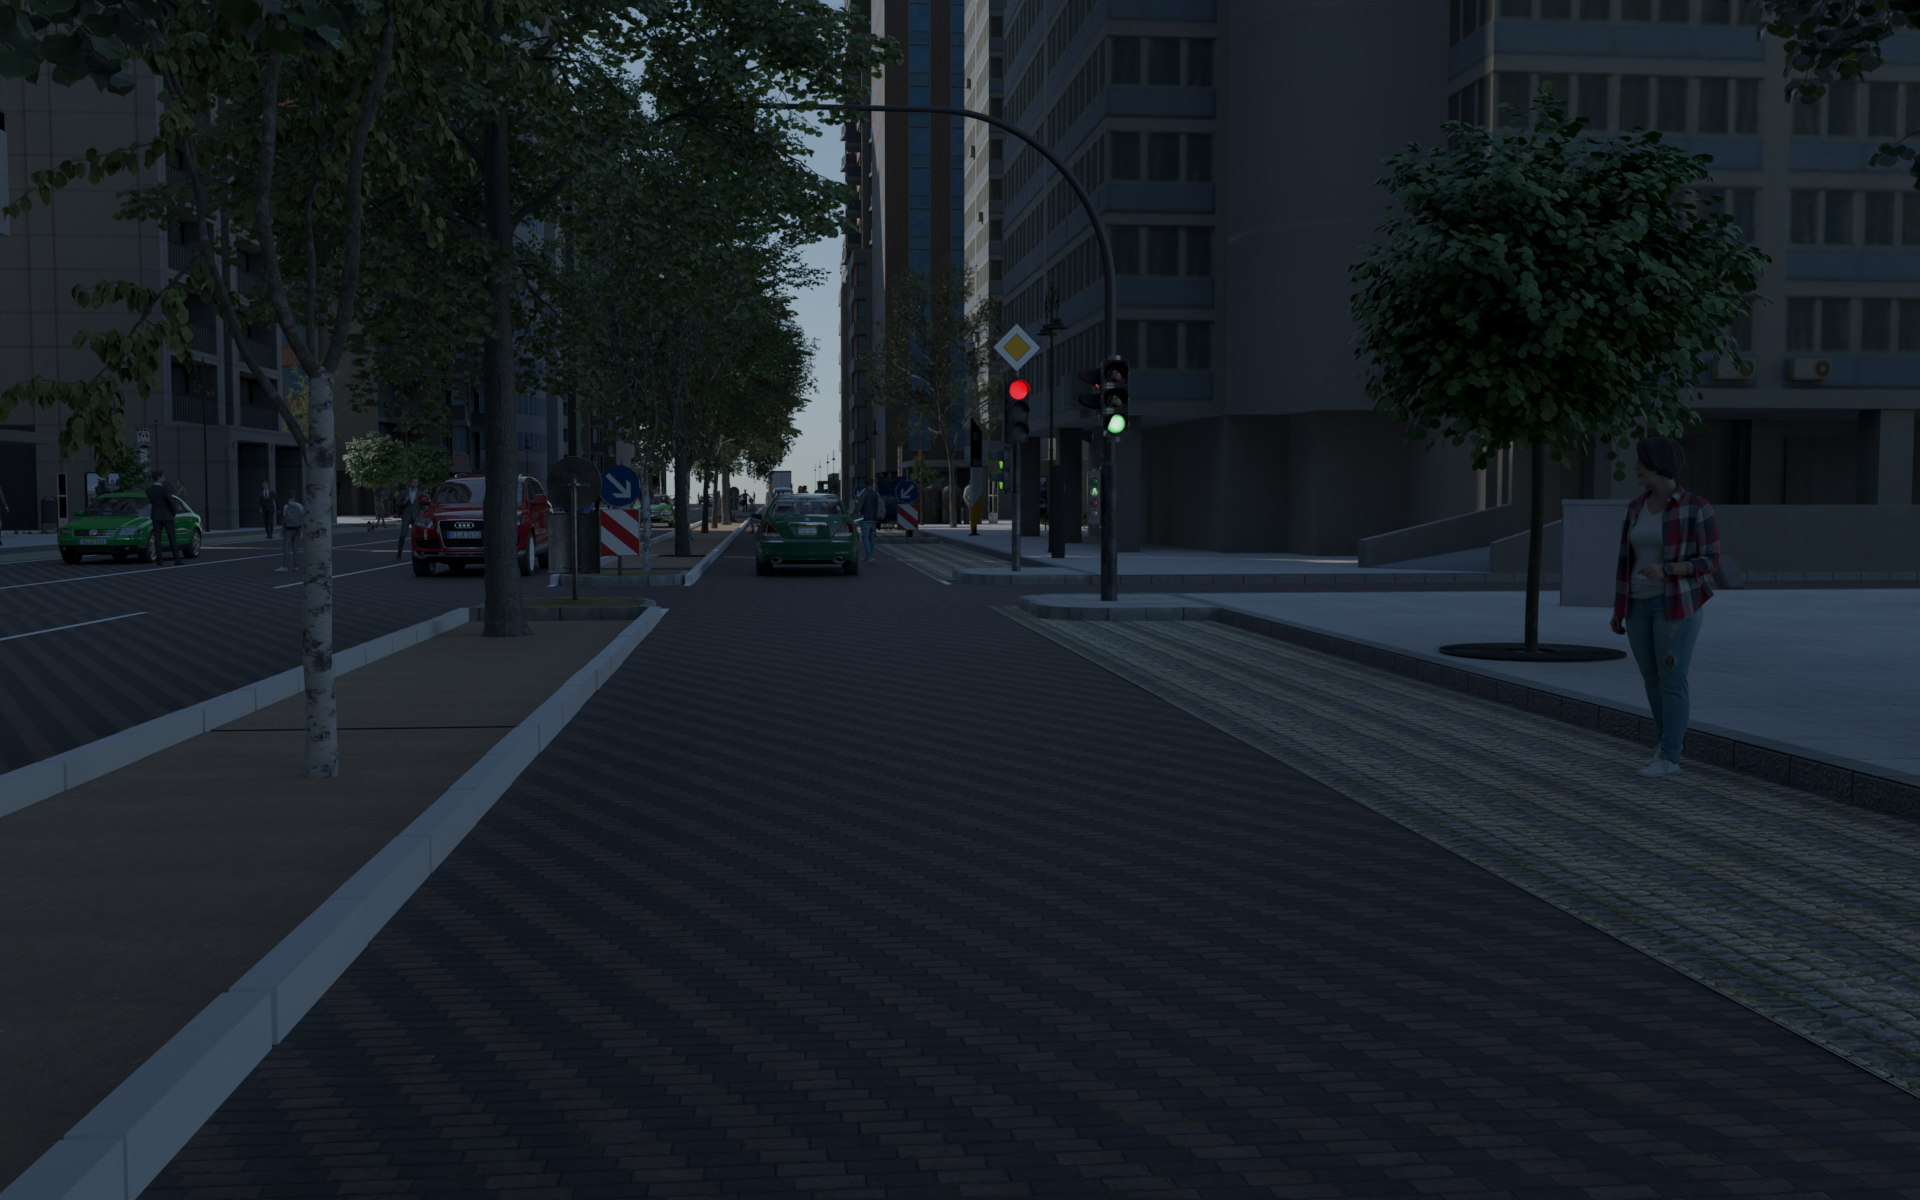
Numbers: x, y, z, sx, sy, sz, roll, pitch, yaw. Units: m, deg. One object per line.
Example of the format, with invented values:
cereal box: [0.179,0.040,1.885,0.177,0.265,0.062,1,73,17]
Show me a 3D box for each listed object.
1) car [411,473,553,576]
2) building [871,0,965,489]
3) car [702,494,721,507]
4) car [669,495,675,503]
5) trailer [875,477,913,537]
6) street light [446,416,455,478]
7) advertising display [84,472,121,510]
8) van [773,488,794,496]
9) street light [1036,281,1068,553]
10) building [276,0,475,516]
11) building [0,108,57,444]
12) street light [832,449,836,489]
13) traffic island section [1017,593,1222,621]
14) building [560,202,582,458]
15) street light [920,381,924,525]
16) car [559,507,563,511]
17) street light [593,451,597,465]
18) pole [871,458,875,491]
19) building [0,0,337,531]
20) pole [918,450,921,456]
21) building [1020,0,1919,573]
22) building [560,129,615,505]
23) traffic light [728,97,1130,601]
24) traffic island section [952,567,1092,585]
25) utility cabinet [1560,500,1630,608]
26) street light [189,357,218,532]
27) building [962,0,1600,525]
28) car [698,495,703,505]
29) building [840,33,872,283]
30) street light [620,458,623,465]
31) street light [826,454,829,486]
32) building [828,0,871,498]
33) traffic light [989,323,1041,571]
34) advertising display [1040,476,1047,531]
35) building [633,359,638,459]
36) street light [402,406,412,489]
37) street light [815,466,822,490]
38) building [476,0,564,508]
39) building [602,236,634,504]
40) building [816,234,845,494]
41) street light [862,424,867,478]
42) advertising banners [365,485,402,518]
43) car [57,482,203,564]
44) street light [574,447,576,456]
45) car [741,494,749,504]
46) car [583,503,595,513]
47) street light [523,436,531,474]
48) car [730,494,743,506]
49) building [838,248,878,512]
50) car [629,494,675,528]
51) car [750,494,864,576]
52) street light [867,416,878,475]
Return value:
car: [-8.679,-1.421,31.910,2.281,1.827,5.304,0,4,-6]
building: [1.454,-28.420,114.775,14.600,45.320,14.200,0,4,-6]
car: [-24.634,-10.002,172.569,2.155,1.783,4.494,0,4,-6]
car: [-27.767,-9.392,166.143,1.945,1.354,3.894,0,4,-5]
trailer: [-2.360,-3.135,58.299,1.471,1.999,3.904,0,4,-5]
street light: [-30.311,-7.956,102.863,0.468,5.910,1.993,0,4,-6]
advertising display: [-24.954,-2.767,50.451,0.123,1.923,0.974,3,5,43]
van: [-12.011,-6.759,117.525,2.013,2.044,4.112,0,4,-7]
street light: [1.994,-3.974,37.770,0.468,5.910,1.993,0,4,-6]
building: [-43.190,-28.119,114.373,22.147,44.769,28.867,0,4,-6]
building: [-39.344,-27.348,36.380,28.713,52.752,27.495,0,4,-6]
street light: [-13.040,-12.604,178.854,0.468,5.910,1.993,0,4,-6]
traffic island section: [1.802,0.088,20.845,2.009,0.180,2.903,0,4,-6]
building: [-43.949,-24.032,164.617,14.160,30.474,14.107,0,4,-6]
street light: [-1.561,-5.992,70.760,0.468,5.910,1.993,0,4,-6]
car: [-32.557,-8.301,145.304,1.945,1.707,3.694,0,4,-4]
street light: [-39.093,-13.008,185.466,0.468,5.910,1.993,0,4,-6]
pole: [-4.988,-6.433,99.026,0.158,3.312,0.155,0,3,0]
building: [-37.082,-38.547,68.499,20.563,71.187,20.611,0,4,-6]
pole: [-1.840,-5.320,80.824,0.158,3.312,0.155,0,3,0]
building: [13.885,-21.518,43.709,23.993,40.220,32.217,0,4,-6]
building: [-51.346,-33.163,196.831,22.147,44.769,28.867,0,4,-6]
traffic light: [-0.310,-2.795,20.364,4.771,5.953,1.251,0,4,-6]
traffic island section: [0.953,-0.398,28.785,2.009,0.180,2.903,0,4,-6]
utility cabinet: [7.386,-0.522,19.701,1.020,1.237,0.306,2,4,26]
street light: [-25.487,-5.241,58.485,0.468,5.910,1.993,0,4,-6]
building: [13.101,-24.539,93.097,32.217,40.220,23.993,0,4,-6]
car: [-34.979,-13.769,237.700,1.945,1.354,3.894,0,4,-5]
building: [-0.143,-31.258,165.691,22.147,44.769,28.867,0,4,-6]
street light: [-42.549,-14.999,218.018,0.468,5.910,1.993,0,4,-6]
street light: [-15.038,-13.718,197.072,0.468,5.910,1.993,0,4,-6]
building: [-5.165,-46.856,204.344,20.563,71.187,20.611,0,4,-6]
traffic light: [0.912,-2.431,28.667,0.839,4.253,0.868,0,4,-6]
advertising display: [2.572,-3.391,60.664,0.974,1.923,0.123,0,4,2]
building: [-53.473,-34.518,247.969,14.154,41.232,14.086,0,4,-6]
street light: [-28.885,-7.201,90.523,0.468,5.910,1.993,0,4,-6]
street light: [-18.558,-15.704,229.552,0.468,5.910,1.993,0,4,-6]
building: [-45.299,-36.720,142.376,21.231,58.520,28.212,0,4,-6]
building: [-51.640,-35.670,233.307,14.600,45.320,14.200,0,4,-6]
building: [-2.649,-32.787,227.944,32.217,40.220,23.993,0,4,-6]
street light: [-6.160,-8.641,114.062,0.468,5.910,1.993,0,4,-6]
advertising banners: [-30.502,-5.831,91.529,2.074,3.025,0.090,-2,4,-26]
car: [-17.736,-1.734,37.144,1.959,1.807,4.718,0,4,-7]
street light: [-37.238,-11.928,167.815,0.468,5.910,1.993,0,4,-6]
car: [-30.320,-14.061,240.116,2.015,1.641,3.980,0,4,-8]
car: [-27.842,-7.232,127.827,1.945,1.707,3.694,0,4,-7]
street light: [-33.692,-9.915,134.903,0.468,5.910,1.993,0,4,-6]
car: [-27.569,-12.312,213.094,2.131,1.459,4.920,0,4,-5]
building: [4.722,-17.914,137.926,27.650,21.520,28.899,0,4,-6]
car: [-13.250,-3.872,75.111,2.131,1.459,4.920,0,4,-7]
car: [-2.813,-1.231,31.931,2.131,1.459,4.920,0,4,-5]
street light: [-5.080,-7.979,103.249,0.468,5.910,1.993,0,4,-6]
